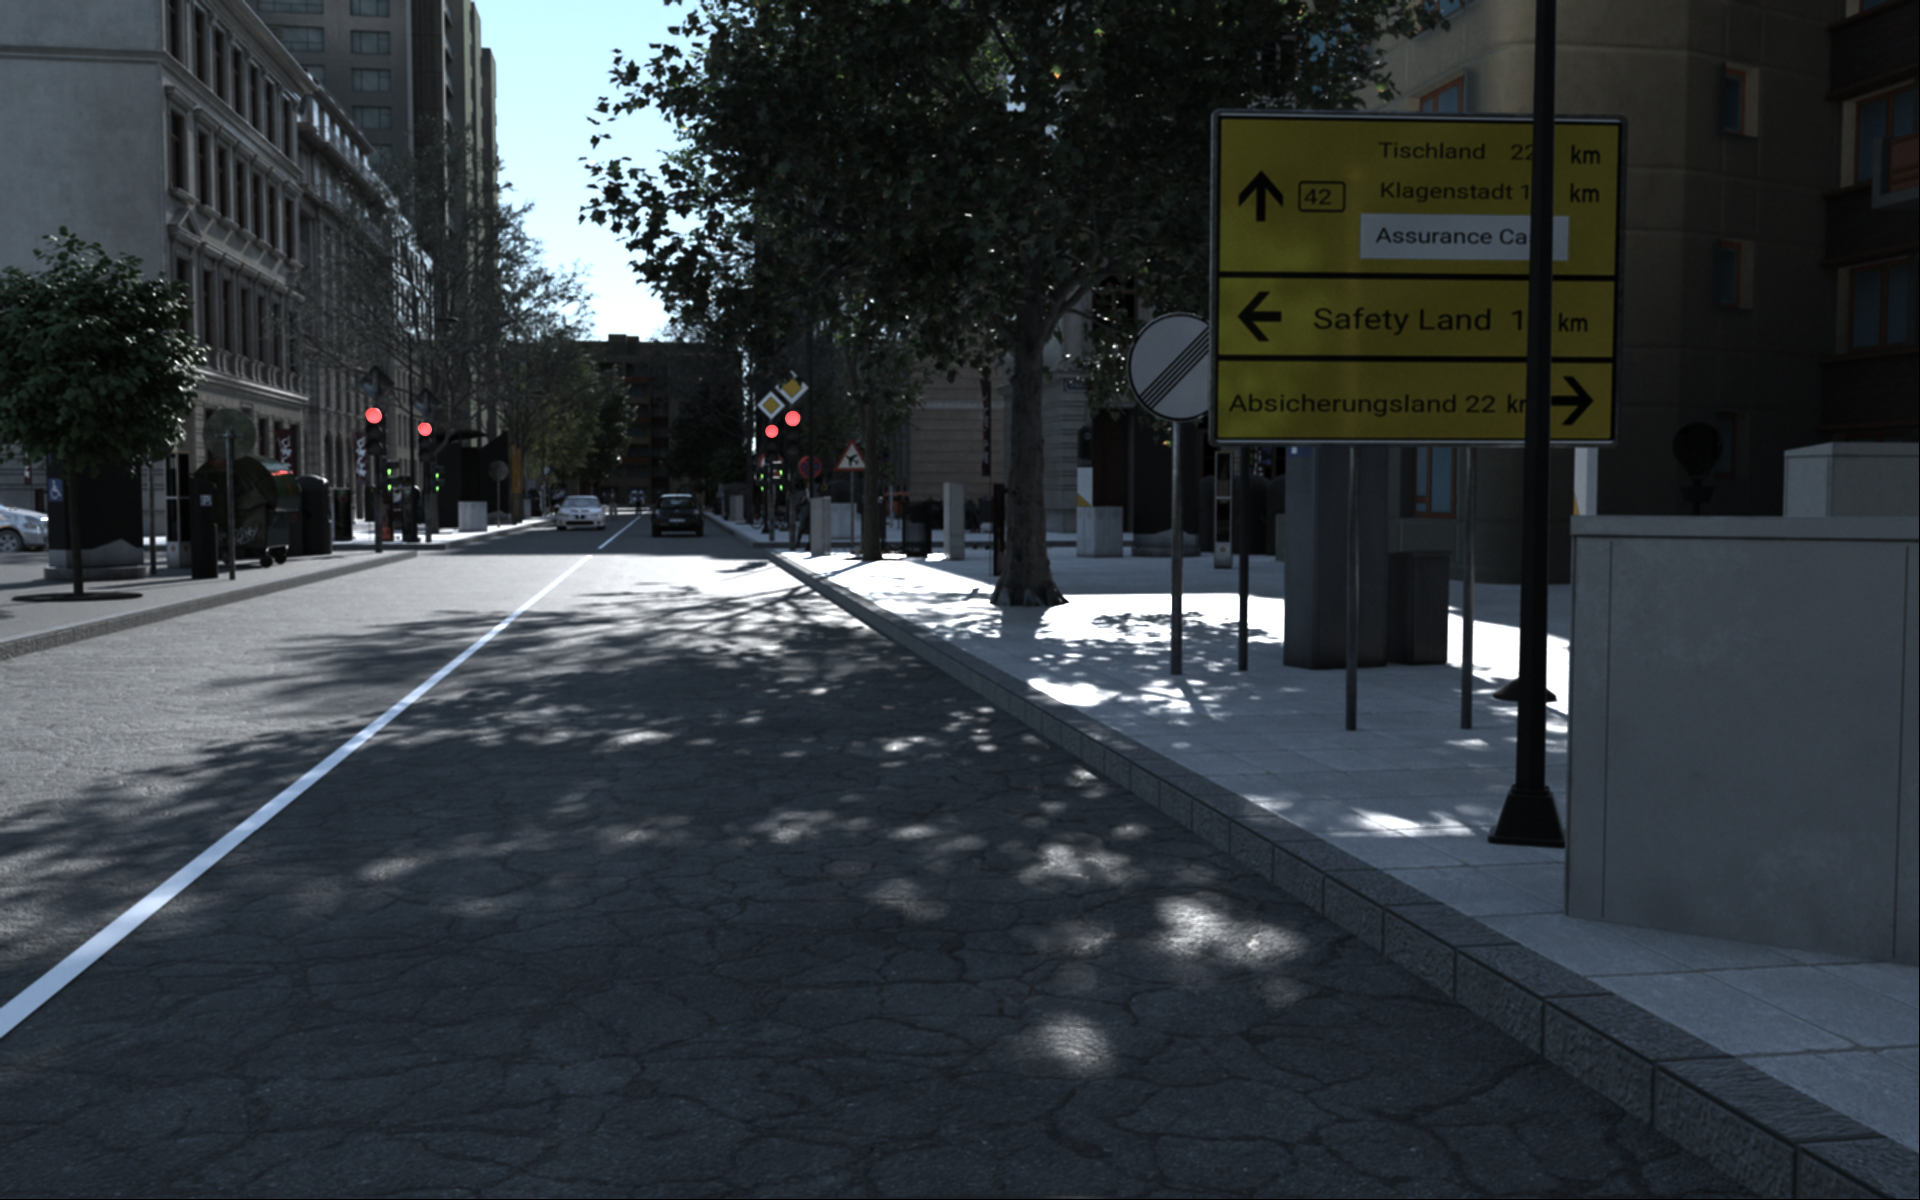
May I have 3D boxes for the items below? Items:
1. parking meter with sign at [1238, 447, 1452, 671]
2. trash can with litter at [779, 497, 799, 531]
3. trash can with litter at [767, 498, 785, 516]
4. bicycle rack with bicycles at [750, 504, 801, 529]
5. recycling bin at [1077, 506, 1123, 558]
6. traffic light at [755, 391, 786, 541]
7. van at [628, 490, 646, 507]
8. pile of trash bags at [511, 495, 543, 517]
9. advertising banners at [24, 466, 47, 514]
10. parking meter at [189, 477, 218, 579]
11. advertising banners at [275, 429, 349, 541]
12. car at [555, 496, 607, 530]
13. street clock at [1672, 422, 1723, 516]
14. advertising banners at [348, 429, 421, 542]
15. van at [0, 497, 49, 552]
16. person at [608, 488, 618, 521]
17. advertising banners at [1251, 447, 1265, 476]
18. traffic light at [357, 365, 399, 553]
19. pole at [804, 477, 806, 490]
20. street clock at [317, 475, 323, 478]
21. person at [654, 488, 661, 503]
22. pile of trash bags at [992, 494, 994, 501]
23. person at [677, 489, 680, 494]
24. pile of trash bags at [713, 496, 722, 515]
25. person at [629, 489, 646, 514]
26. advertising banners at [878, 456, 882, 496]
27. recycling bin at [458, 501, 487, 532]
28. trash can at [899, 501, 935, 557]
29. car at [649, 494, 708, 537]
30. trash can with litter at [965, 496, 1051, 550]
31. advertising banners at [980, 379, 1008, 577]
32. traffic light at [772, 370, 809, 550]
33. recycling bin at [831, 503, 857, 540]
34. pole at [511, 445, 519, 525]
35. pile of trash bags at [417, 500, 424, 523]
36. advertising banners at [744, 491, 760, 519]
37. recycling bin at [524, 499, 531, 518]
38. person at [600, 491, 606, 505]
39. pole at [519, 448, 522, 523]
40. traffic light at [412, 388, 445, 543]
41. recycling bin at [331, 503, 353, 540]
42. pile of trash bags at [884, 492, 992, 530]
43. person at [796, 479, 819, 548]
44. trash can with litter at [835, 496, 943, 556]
[{"bbox_3d":[2.819,-1.013,12.822,1.738,3.016,0.543,-1,4,-23],"label":"parking meter with sign"},{"bbox_3d":[-5.695,-3.018,60.408,1.678,1.210,2.233,1,4,10],"label":"trash can with litter"},{"bbox_3d":[-10.832,-5.507,101.428,1.055,1.170,0.624,-3,5,-44],"label":"trash can with litter"},{"bbox_3d":[-6.336,-3.098,64.039,2.925,0.926,2.852,-1,4,-20],"label":"bicycle rack with bicycles"},{"bbox_3d":[2.853,-1.395,35.366,0.722,1.027,0.722,-2,4,-26],"label":"recycling bin"},{"bbox_3d":[-5.158,-3.565,47.214,0.839,4.253,0.868,-1,4,-10],"label":"traffic light"},{"bbox_3d":[-36.196,-11.449,194.206,2.013,2.044,4.112,-1,4,-10],"label":"van"},{"bbox_3d":[-24.376,-5.256,95.683,1.912,1.369,3.447,0,4,5],"label":"pile of trash bags"},{"bbox_3d":[-26.518,-3.285,49.902,0.090,3.025,2.074,0,4,-4],"label":"advertising banners"},{"bbox_3d":[-11.520,-1.099,26.381,0.372,1.533,0.369,0,3,0],"label":"parking meter"},{"bbox_3d":[-17.485,-3.106,46.970,2.074,3.025,0.090,-3,4,-37],"label":"advertising banners"},{"bbox_3d":[-15.345,-3.539,70.230,2.083,1.381,4.827,-1,4,-10],"label":"car"},{"bbox_3d":[7.483,-0.798,17.611,0.471,2.002,0.358,2,4,25],"label":"street clock"},{"bbox_3d":[-15.510,-3.093,46.756,2.074,3.025,0.090,1,4,16],"label":"advertising banners"},{"bbox_3d":[-23.360,-2.050,40.537,4.112,2.044,2.013,0,4,-8],"label":"van"},{"bbox_3d":[-18.803,-5.183,93.796,0.519,1.759,0.362,0,4,-1],"label":"person"},{"bbox_3d":[8.406,-3.484,53.157,2.074,3.025,0.090,1,4,9],"label":"advertising banners"},{"bbox_3d":[-12.715,-2.991,37.832,0.839,4.253,0.868,-1,4,-10],"label":"traffic light"},{"bbox_3d":[-10.751,-7.735,120.307,0.158,3.312,0.155,0,3,0],"label":"pole"},{"bbox_3d":[-24.991,-3.843,67.410,0.471,2.002,0.358,-2,4,-27],"label":"street clock"},{"bbox_3d":[-19.757,-6.448,113.702,0.755,1.850,0.659,-1,4,-10],"label":"person"},{"bbox_3d":[0.339,-3.872,73.065,3.447,1.369,1.912,-1,4,-22],"label":"pile of trash bags"},{"bbox_3d":[-21.857,-7.716,134.660,0.705,1.823,1.348,0,4,2],"label":"person"},{"bbox_3d":[-14.407,-6.005,107.927,1.912,1.369,3.447,0,4,-7],"label":"pile of trash bags"},{"bbox_3d":[-23.288,-7.147,125.333,1.348,1.826,0.705,-2,4,-35],"label":"person"},{"bbox_3d":[-3.820,-5.125,79.983,0.090,3.025,2.074,-1,4,-12],"label":"advertising banners"},{"bbox_3d":[-16.640,-2.850,59.151,0.722,1.027,0.722,3,5,41],"label":"recycling bin"},{"bbox_3d":[-0.880,-1.452,35.398,0.748,1.137,0.748,0,3,0],"label":"trash can"},{"bbox_3d":[-9.668,-3.034,59.384,2.009,1.686,4.222,0,4,-8],"label":"car"},{"bbox_3d":[1.011,-1.789,40.302,2.233,1.210,1.678,0,4,2],"label":"trash can with litter"},{"bbox_3d":[0.628,-1.901,27.277,0.090,3.025,2.074,1,4,18],"label":"advertising banners"},{"bbox_3d":[-3.832,-3.084,39.339,0.839,4.253,0.868,-1,4,-10],"label":"traffic light"},{"bbox_3d":[-3.313,-2.229,48.995,0.722,1.027,0.722,0,4,4],"label":"recycling bin"},{"bbox_3d":[-18.521,-4.773,71.889,0.158,3.312,0.155,0,3,0],"label":"pole"},{"bbox_3d":[-23.190,-4.039,75.784,1.912,1.369,3.447,-1,4,-20],"label":"pile of trash bags"},{"bbox_3d":[-10.500,-5.707,89.500,0.090,3.025,2.074,-3,5,-44],"label":"advertising banners"},{"bbox_3d":[-23.312,-4.866,92.113,0.722,1.027,0.722,2,4,33],"label":"recycling bin"},{"bbox_3d":[-41.375,-11.755,200.559,0.599,1.838,0.709,-2,4,-35],"label":"person"},{"bbox_3d":[-19.509,-5.065,76.663,0.158,3.312,0.155,0,3,0],"label":"pole"},{"bbox_3d":[-14.042,-3.473,45.706,0.839,4.253,0.868,-1,4,-10],"label":"traffic light"},{"bbox_3d":[-17.460,-2.190,48.353,0.722,1.027,0.722,1,4,16],"label":"recycling bin"},{"bbox_3d":[-0.894,-3.272,63.243,3.447,1.369,1.912,2,4,27],"label":"pile of trash bags"},{"bbox_3d":[-3.809,-2.140,43.456,0.622,1.834,0.822,-2,4,-24],"label":"person"},{"bbox_3d":[-1.435,-1.574,36.789,2.233,1.210,1.678,0,4,-8],"label":"trash can with litter"}]
